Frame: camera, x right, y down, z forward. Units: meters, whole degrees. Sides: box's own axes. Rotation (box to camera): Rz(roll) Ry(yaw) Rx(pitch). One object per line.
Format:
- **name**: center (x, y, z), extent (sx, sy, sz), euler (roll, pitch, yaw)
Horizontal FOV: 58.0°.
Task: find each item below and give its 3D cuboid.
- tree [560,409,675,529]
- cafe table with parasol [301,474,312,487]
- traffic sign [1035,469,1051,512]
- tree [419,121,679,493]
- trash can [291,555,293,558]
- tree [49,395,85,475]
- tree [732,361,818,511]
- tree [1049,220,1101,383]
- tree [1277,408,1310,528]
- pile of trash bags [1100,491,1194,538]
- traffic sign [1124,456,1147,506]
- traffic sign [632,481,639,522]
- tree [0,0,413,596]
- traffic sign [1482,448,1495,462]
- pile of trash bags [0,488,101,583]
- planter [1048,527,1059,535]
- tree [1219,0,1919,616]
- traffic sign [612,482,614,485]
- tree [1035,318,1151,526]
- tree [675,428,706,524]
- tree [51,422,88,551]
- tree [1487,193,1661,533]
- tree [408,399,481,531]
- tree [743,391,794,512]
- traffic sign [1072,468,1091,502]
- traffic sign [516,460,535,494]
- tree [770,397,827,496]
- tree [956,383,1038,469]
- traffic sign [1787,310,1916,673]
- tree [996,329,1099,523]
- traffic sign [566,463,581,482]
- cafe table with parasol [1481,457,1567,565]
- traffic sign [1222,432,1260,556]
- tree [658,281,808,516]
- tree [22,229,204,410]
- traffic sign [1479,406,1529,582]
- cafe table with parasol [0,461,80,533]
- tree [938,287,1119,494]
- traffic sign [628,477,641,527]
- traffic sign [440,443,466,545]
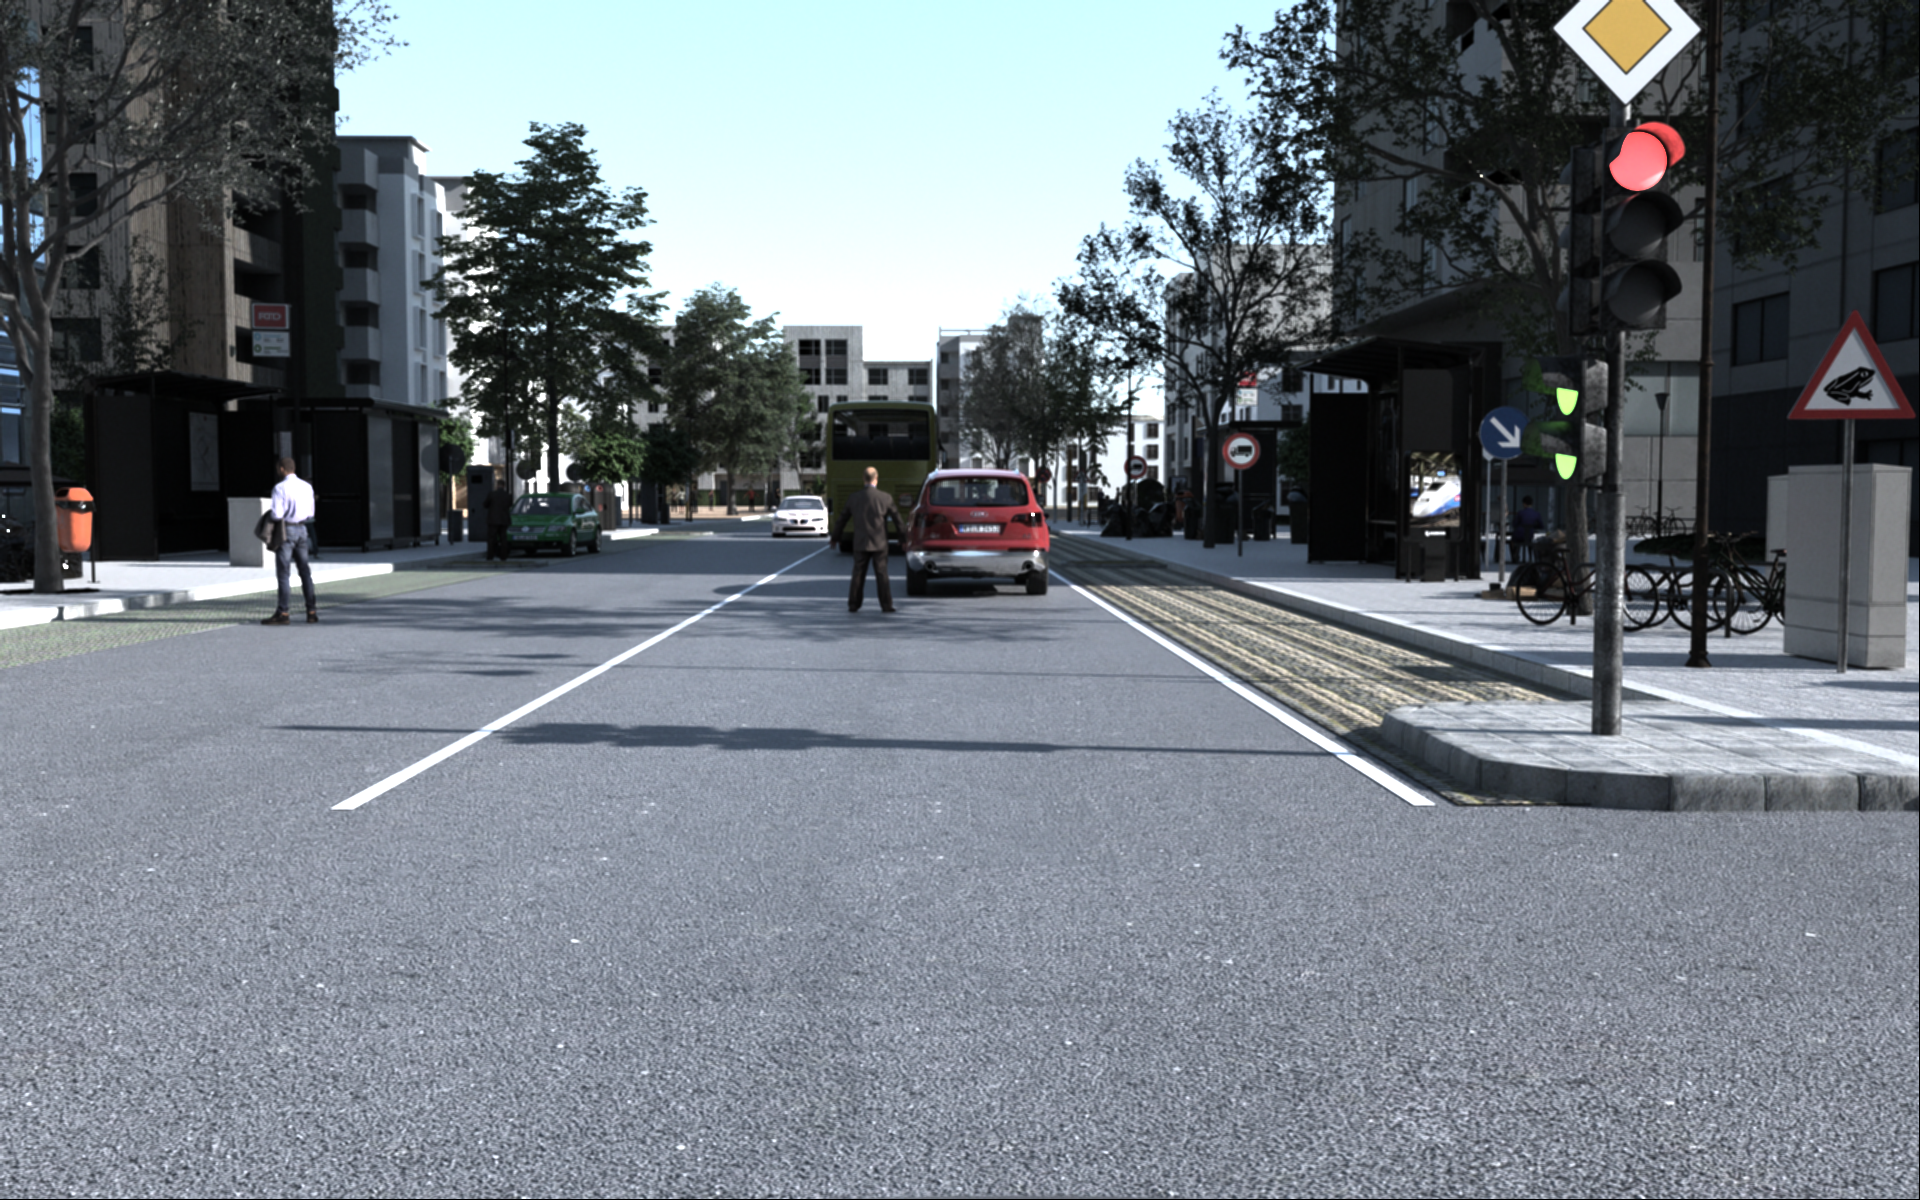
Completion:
- **tree**: center (-13.039, -4.900, 63.821), extent (4.285, 4.588, 4.351), euler (0, 3, 0)
- **cafe table with parasol**: center (-22.561, -3.391, 60.314), extent (2.610, 1.966, 2.610), euler (1, 4, 23)
- **traffic sign**: center (3.929, -5.013, 82.073), extent (0.768, 2.556, 0.104), euler (0, 4, 2)
- **tree**: center (-12.439, -8.239, 52.842), extent (7.486, 12.596, 7.792), euler (0, 3, 0)
- **trash can**: center (-13.009, -1.302, 32.949), extent (0.748, 1.137, 0.748), euler (0, 3, 0)
- **tree**: center (-30.046, -4.529, 57.756), extent (4.285, 4.588, 4.351), euler (0, 3, 0)
- **tree**: center (-14.319, -12.580, 131.439), extent (9.928, 11.665, 9.643), euler (0, 3, 0)
- **tree**: center (5.740, -6.496, 40.618), extent (8.767, 10.594, 7.601), euler (2, 4, 28)
- **tree**: center (13.324, -5.020, 65.797), extent (4.285, 4.588, 4.351), euler (0, 3, 0)
- **pile of trash bags**: center (5.722, -2.544, 51.346), extent (1.912, 1.369, 3.447), euler (-2, 4, -35)
- **traffic sign**: center (5.829, -3.509, 57.481), extent (0.768, 2.556, 0.104), euler (0, 4, 8)
- **traffic sign**: center (-14.977, -4.901, 80.233), extent (0.768, 2.556, 0.104), euler (0, 4, 3)
- **tree**: center (-11.950, -6.832, 22.066), extent (12.009, 13.543, 11.850), euler (0, 3, 0)
- **traffic sign**: center (8.707, -1.758, 28.473), extent (0.795, 2.593, 0.064), euler (0, 4, 7)
- **pile of trash bags**: center (-13.849, -0.974, 25.672), extent (3.447, 1.369, 1.912), euler (2, 4, 35)
- **planter**: center (2.428, -2.449, 61.174), extent (1.991, 0.319, 1.994), euler (0, 4, -1)
- **tree**: center (6.687, -5.133, 18.336), extent (8.767, 10.594, 7.601), euler (1, 4, 18)
- **traffic sign**: center (-13.446, -3.982, 67.230), extent (0.606, 2.300, 0.079), euler (0, 4, 8)
- **tree**: center (5.059, -7.216, 68.343), extent (4.737, 8.622, 4.395), euler (0, 3, 0)
- **tree**: center (-12.503, -5.482, 73.344), extent (4.285, 4.588, 4.351), euler (0, 3, 0)
- **tree**: center (-19.478, -2.724, 39.137), extent (1.663, 3.219, 1.824), euler (0, 3, 0)
- **tree**: center (15.003, -5.668, 43.035), extent (4.737, 8.622, 4.395), euler (0, 3, 0)
- **tree**: center (-18.337, -4.681, 60.248), extent (4.285, 4.588, 4.351), euler (0, 3, 0)
- **tree**: center (-13.619, -10.450, 121.226), extent (4.360, 8.622, 3.978), euler (0, 3, 0)
- **traffic sign**: center (5.593, -4.889, 79.938), extent (0.884, 2.594, 0.081), euler (0, 4, 6)
- **traffic sign**: center (-16.021, -3.909, 64.016), extent (0.768, 2.556, 0.104), euler (0, 3, 0)
- **tree**: center (-14.201, -13.509, 155.290), extent (8.767, 10.594, 7.601), euler (0, 4, 1)
- **tree**: center (3.447, -13.745, 150.484), extent (9.928, 11.665, 9.643), euler (0, 3, 0)
- **traffic sign**: center (6.321, -0.755, 12.343), extent (0.884, 2.594, 0.081), euler (0, 4, 2)
- **tree**: center (3.971, -7.704, 76.316), extent (4.360, 8.622, 3.978), euler (0, 3, 0)
- **traffic sign**: center (-15.866, -4.358, 71.358), extent (0.768, 2.556, 0.104), euler (1, 4, 8)
- **cafe table with parasol**: center (10.260, -1.663, 32.055), extent (2.610, 1.966, 2.610), euler (-2, 4, -29)
- **traffic sign**: center (5.784, -2.176, 35.682), extent (0.768, 2.556, 0.104), euler (0, 4, 6)
- **tree**: center (-13.614, -12.014, 103.088), extent (9.857, 13.997, 8.962), euler (0, 3, 0)
- **tree**: center (-23.031, -5.939, 47.471), extent (4.360, 8.622, 3.978), euler (0, 3, 0)
- **traffic sign**: center (7.918, -1.537, 25.242), extent (0.768, 2.556, 0.104), euler (0, 4, -1)
- **cafe table with parasol**: center (-19.632, -1.888, 35.736), extent (2.610, 1.966, 2.610), euler (-1, 4, -8)
- **tree**: center (4.521, -11.781, 102.984), extent (12.009, 13.543, 11.850), euler (0, 3, 0)
- **traffic sign**: center (-12.956, -4.157, 67.976), extent (0.884, 2.594, 0.081), euler (1, 4, 9)
- **traffic sign**: center (-12.832, -2.663, 43.638), extent (0.768, 2.556, 0.104), euler (0, 4, 4)
